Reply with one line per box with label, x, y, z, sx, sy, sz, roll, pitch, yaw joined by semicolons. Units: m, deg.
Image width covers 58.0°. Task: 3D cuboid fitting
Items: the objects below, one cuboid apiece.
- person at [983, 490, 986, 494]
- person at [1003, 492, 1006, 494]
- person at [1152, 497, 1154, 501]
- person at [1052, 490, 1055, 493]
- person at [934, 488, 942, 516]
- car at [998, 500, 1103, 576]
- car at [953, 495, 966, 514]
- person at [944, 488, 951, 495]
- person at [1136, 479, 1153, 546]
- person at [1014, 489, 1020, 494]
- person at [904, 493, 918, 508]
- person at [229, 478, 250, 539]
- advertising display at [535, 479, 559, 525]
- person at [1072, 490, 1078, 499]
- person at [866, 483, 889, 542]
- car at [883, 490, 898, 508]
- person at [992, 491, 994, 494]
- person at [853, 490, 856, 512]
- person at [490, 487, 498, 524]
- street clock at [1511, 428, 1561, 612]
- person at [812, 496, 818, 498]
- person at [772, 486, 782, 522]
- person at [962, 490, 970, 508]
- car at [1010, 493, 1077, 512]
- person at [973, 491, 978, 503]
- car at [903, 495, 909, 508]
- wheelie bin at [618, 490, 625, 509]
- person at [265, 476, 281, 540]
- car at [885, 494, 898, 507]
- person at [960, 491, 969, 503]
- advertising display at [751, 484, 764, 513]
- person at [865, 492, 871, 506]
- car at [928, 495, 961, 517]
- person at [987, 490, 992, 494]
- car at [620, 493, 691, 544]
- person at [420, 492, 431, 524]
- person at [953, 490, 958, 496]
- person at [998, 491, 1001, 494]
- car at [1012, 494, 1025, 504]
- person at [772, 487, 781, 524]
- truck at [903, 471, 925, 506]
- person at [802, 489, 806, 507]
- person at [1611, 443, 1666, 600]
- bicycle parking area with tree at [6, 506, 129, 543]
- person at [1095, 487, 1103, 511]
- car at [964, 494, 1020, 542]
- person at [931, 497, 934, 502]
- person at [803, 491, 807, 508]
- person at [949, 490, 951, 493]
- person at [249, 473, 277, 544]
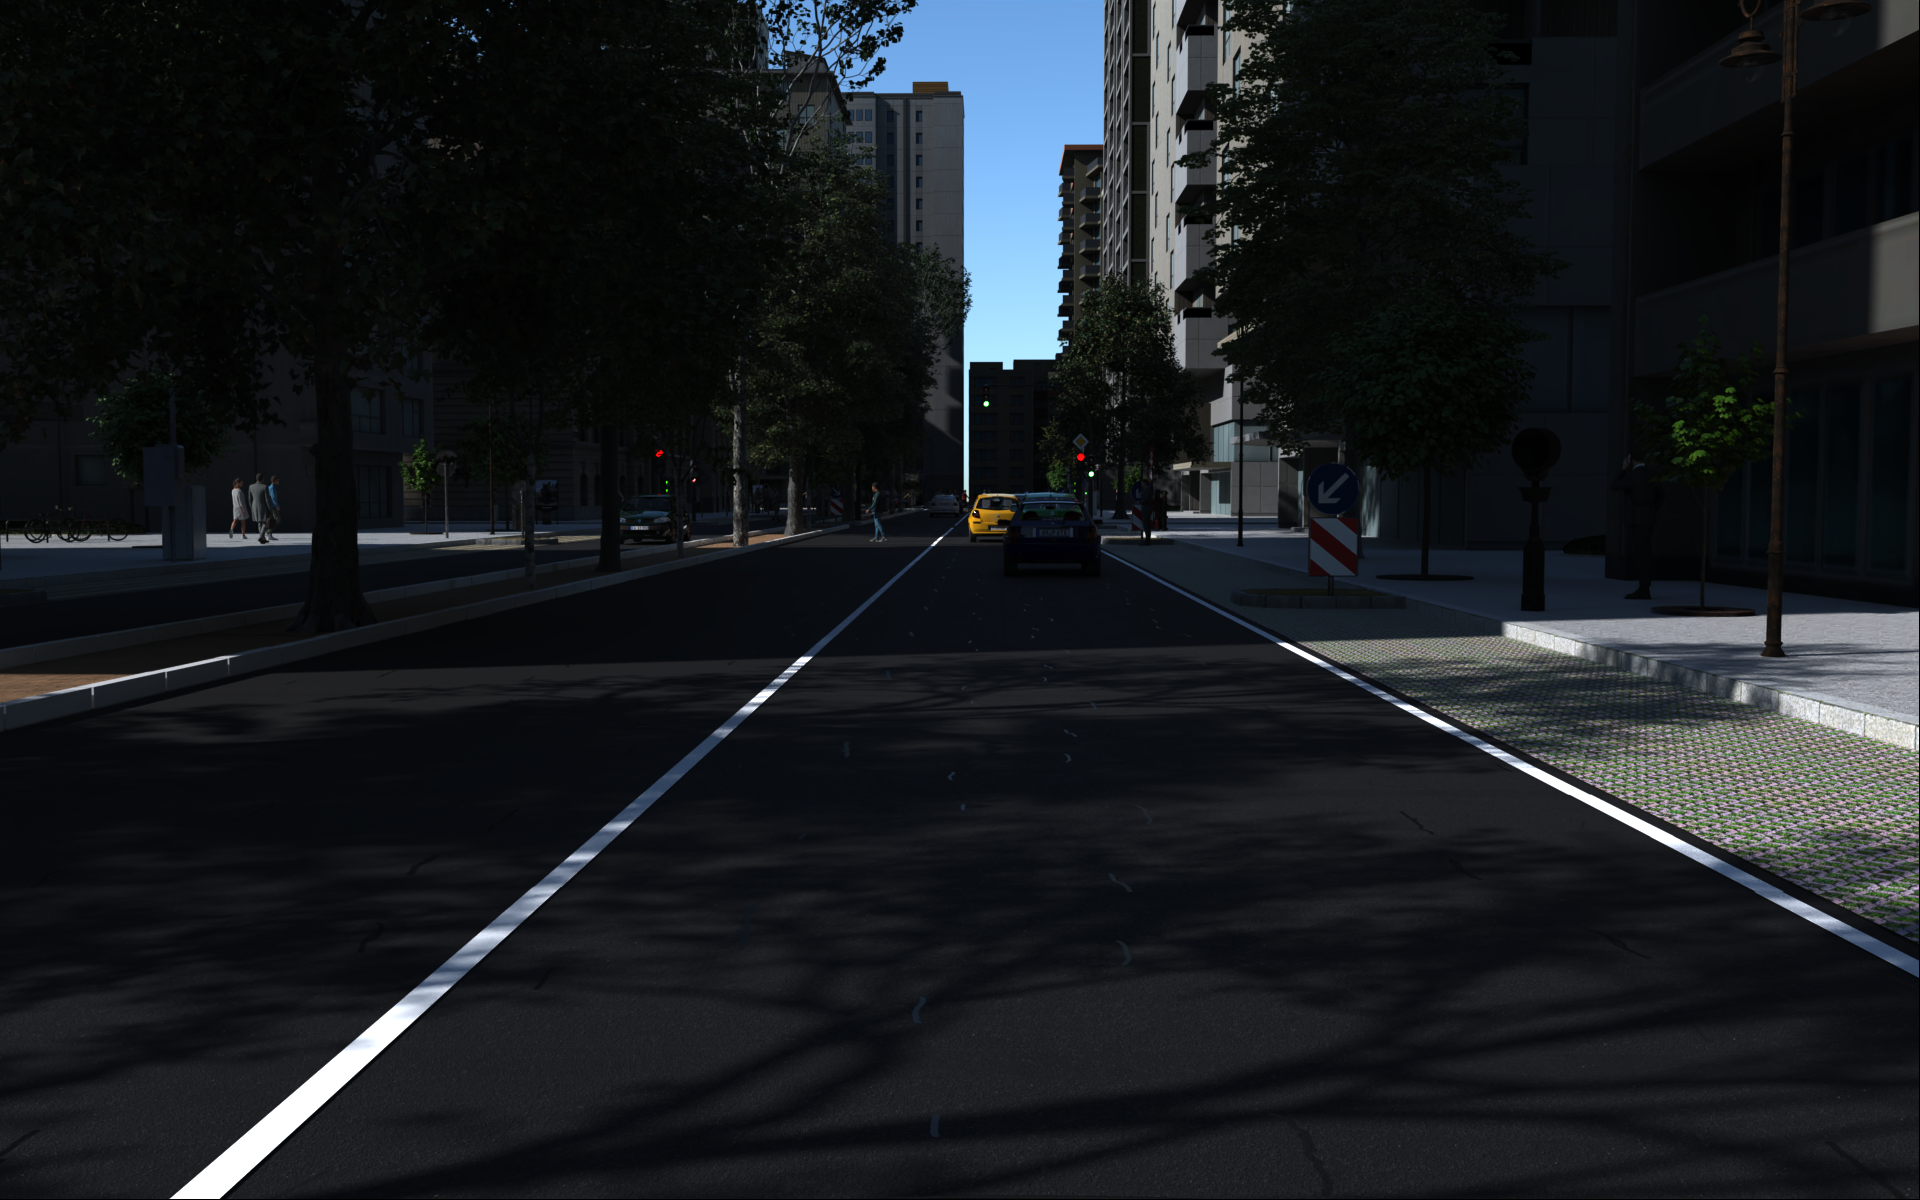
person;2.282;-9.112;157.561;0.705;1.814;1.350;-2;4;-35
person;3.660;-8.083;142.468;0.589;1.601;0.330;1;4;18
person;14.640;-7.435;131.878;0.425;1.301;0.394;-1;4;-11
person;9.267;-10.201;173.543;0.721;1.736;1.217;0;4;4
person;-1.382;-6.330;112.089;0.635;1.810;0.391;-3;5;-45
car;1.657;-1.168;31.670;1.945;1.354;3.894;0;4;2
car;-0.567;-6.942;126.077;1.945;1.354;3.894;0;4;2
person;-0.848;-6.616;116.653;0.713;1.824;0.794;-3;5;-44
person;5.100;-2.426;47.976;0.447;1.846;0.655;1;4;14
person;4.246;-7.346;128.788;0.592;1.802;0.473;2;4;26
person;-4.593;-9.283;160.280;1.348;1.823;0.705;0;4;-7
person;-20.571;-2.606;49.393;0.466;1.731;0.760;0;4;3
advertising display;-17.327;-4.122;72.606;0.974;1.923;0.123;0;4;-8
person;9.999;-8.867;150.976;0.822;1.834;0.622;0;4;-6
person;-2.490;-2.659;52.327;0.721;1.781;0.623;0;4;-4
car;-7.178;-10.216;175.711;2.281;1.827;5.304;0;4;1
person;4.143;-12.711;216.420;1.348;1.812;0.705;-2;4;-30
person;-8.500;-8.070;140.923;0.782;1.767;0.515;-3;5;-41
person;-20.523;-4.111;76.257;0.362;1.759;0.519;0;4;2
street clock;6.296;-0.881;18.974;0.358;2.002;0.471;-3;5;-44
person;-13.874;-9.739;166.095;0.721;1.723;1.217;2;4;27
person;-9.494;-4.967;89.811;0.679;1.850;0.850;2;4;33
person;0.507;-9.335;161.064;0.705;1.831;1.348;2;4;30
car;2.263;-2.154;44.011;1.959;1.807;4.718;0;4;1
person;2.019;-13.377;227.356;1.348;1.807;0.705;2;4;29
car;-6.326;-10.478;183.898;1.945;1.354;3.894;0;3;0
wheelie bin;-14.291;-3.903;71.727;0.693;1.594;0.980;0;4;-1
person;-19.068;-2.543;47.964;0.444;1.785;0.601;-2;4;-31
car;-6.651;-9.839;169.908;2.155;1.783;4.494;0;4;2
person;0.389;-11.467;195.964;1.348;1.826;0.705;3;4;36
advertising display;-13.442;-6.713;114.972;0.123;1.923;0.974;3;5;43
person;-10.412;-11.382;196.063;0.593;1.643;0.415;0;4;-8
car;-0.968;-5.853;108.064;2.083;1.381;4.827;0;4;0
person;2.103;-7.298;128.303;0.782;1.767;0.515;1;4;10
car;-8.983;-2.498;50.625;2.009;1.686;4.222;0;4;1
person;-24.185;-4.280;78.454;0.573;1.828;0.580;-3;5;-44
person;-0.379;-8.596;149.014;0.580;1.828;0.573;3;5;45
person;4.610;-11.740;200.388;0.705;1.831;1.348;2;4;24
car;2.254;-3.242;64.805;2.131;1.459;4.920;0;4;2
person;-8.964;-4.592;83.856;0.520;1.790;0.573;3;5;40
truck;-5.943;-13.899;216.165;2.839;4.237;11.283;0;4;3
person;-15.248;-9.837;167.318;0.568;1.767;0.683;2;4;28
person;8.268;-0.965;21.179;0.648;1.900;0.474;-3;5;-43
bicycle parking area with tree;-27.795;-3.606;45.960;8.231;4.147;9.016;3;5;43
person;10.207;-7.482;128.650;0.850;1.792;0.678;1;4;9
car;1.117;-2.608;52.865;2.015;1.641;3.980;0;4;0
person;-2.290;-8.248;148.370;0.505;1.210;0.382;-1;4;-9
person;-13.996;-9.293;158.710;1.217;1.735;0.721;-1;4;-21
person;-0.825;-7.698;134.712;0.694;1.780;0.624;-2;4;-27
person;-17.967;-2.355;44.644;0.694;1.812;0.767;1;4;12
